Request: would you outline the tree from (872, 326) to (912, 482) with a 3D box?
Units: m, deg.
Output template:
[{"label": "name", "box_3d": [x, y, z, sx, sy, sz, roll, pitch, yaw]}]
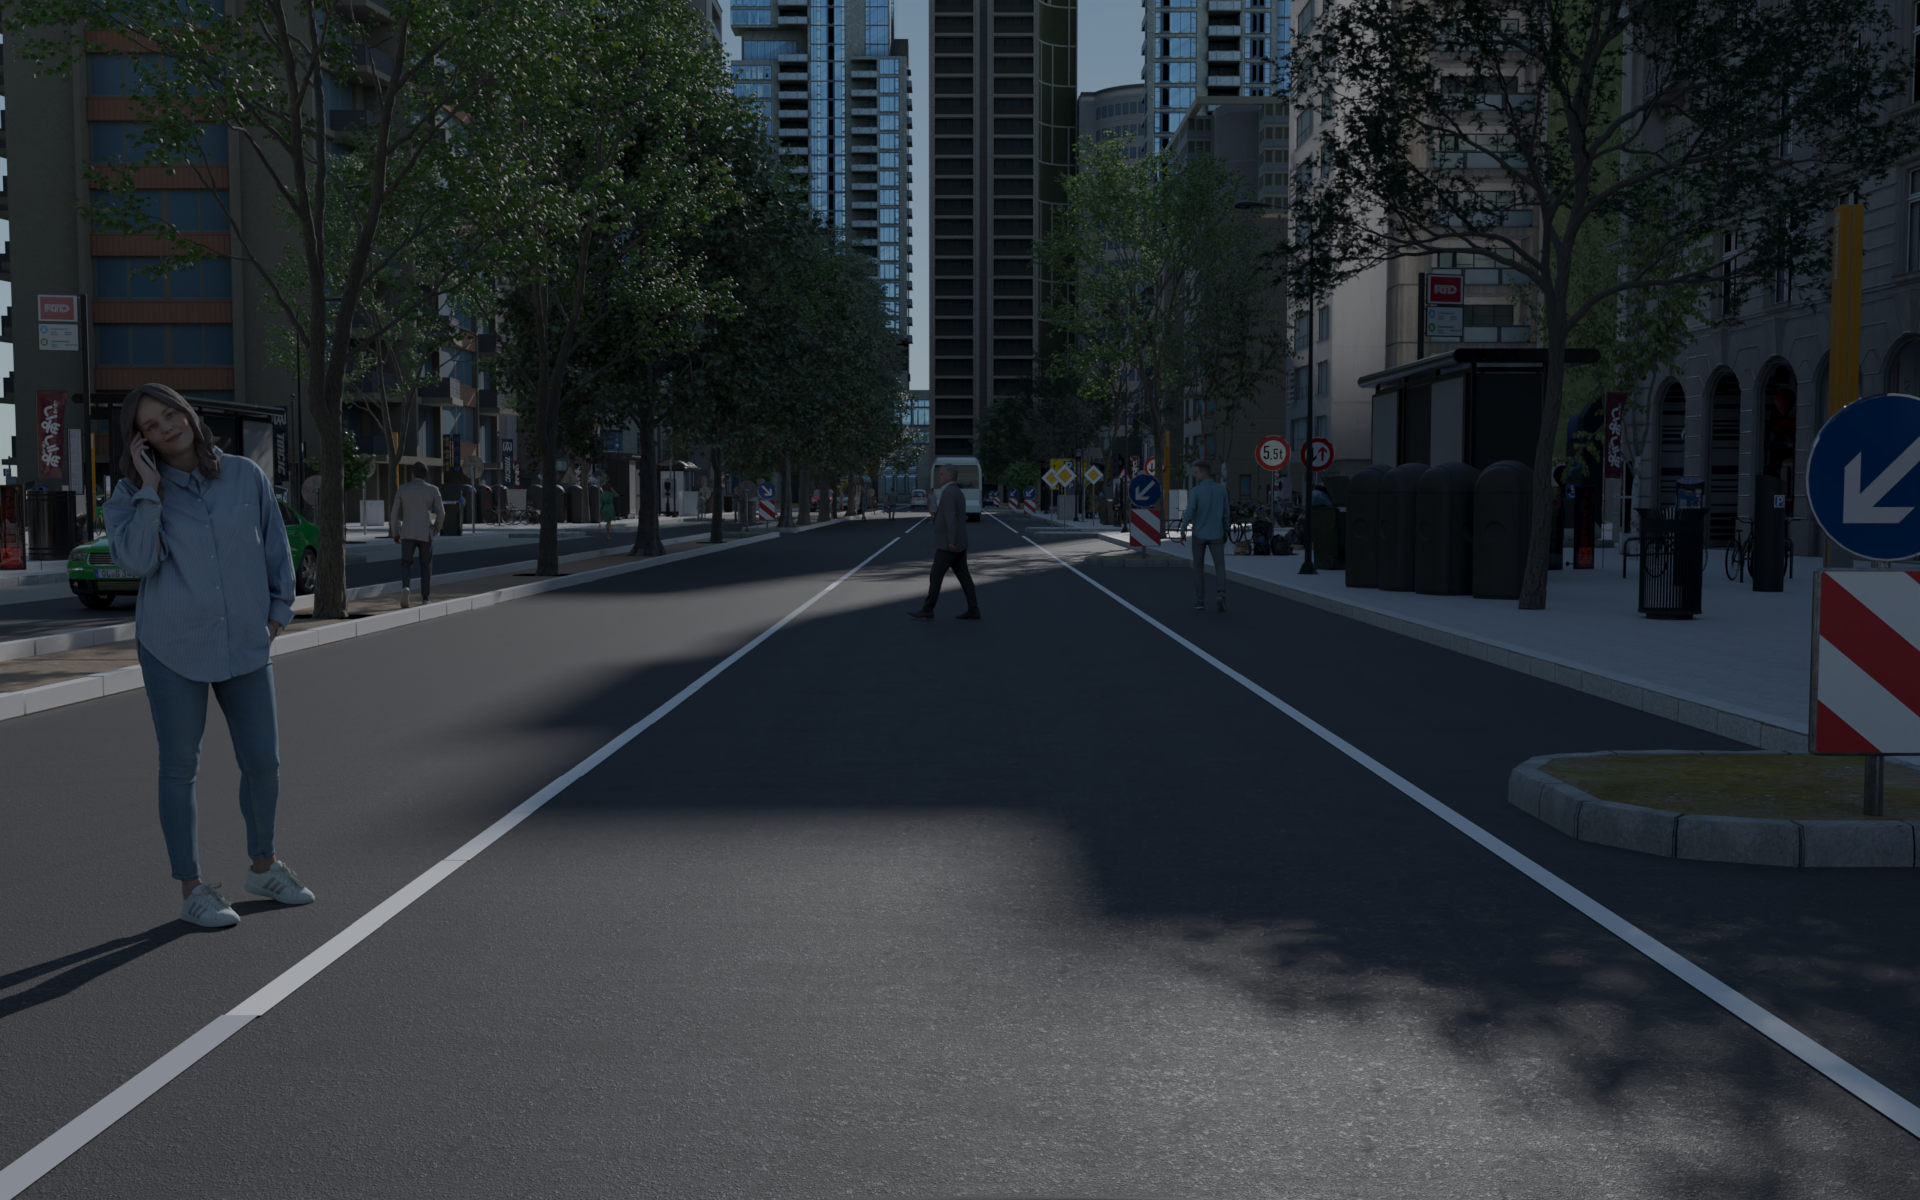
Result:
[{"label": "tree", "box_3d": [-6.992, -9.172, 69.425, 9.611, 12.733, 9.660, 0, 3, 0]}]

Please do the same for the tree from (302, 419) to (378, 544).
[{"label": "tree", "box_3d": [-15.820, -3.070, 44.793, 1.663, 3.219, 1.824, 0, 3, 0]}]

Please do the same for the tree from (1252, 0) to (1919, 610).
[{"label": "tree", "box_3d": [6.661, -5.161, 18.791, 7.601, 10.594, 8.767, 2, 4, 31]}]

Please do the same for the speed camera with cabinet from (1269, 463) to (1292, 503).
[{"label": "speed camera with cabinet", "box_3d": [17.579, -6.159, 95.043, 0.660, 3.252, 2.038, -1, 4, -11]}]

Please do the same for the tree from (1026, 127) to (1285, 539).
[{"label": "tree", "box_3d": [5.631, -7.570, 49.527, 9.928, 11.665, 9.643, 0, 3, 0]}]

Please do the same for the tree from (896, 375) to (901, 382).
[{"label": "tree", "box_3d": [-7.168, -10.487, 99.680, 9.928, 11.665, 9.643, 0, 3, 0]}]

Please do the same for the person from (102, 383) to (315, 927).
[{"label": "person", "box_3d": [-2.515, 0.180, 5.821, 0.793, 1.790, 0.793, 1, 4, 20]}]

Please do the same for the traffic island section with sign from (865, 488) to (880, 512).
[{"label": "traffic island section with sign", "box_3d": [-7.261, -8.085, 140.332, 2.006, 1.907, 1.989, 0, 3, 0]}]

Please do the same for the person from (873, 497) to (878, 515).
[{"label": "person", "box_3d": [-5.915, -6.597, 121.027, 0.373, 1.253, 0.362, 0, 4, 7]}]

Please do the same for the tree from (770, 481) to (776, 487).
[{"label": "tree", "box_3d": [-16.996, -9.526, 150.349, 1.663, 3.219, 1.824, 0, 3, 0]}]

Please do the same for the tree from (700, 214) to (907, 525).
[{"label": "tree", "box_3d": [-7.201, -10.410, 79.322, 9.857, 13.997, 8.962, 0, 3, 0]}]

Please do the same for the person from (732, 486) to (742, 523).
[{"label": "person", "box_3d": [-11.122, -4.811, 86.963, 0.655, 1.846, 0.447, -1, 4, -17]}]

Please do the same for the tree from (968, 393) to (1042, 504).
[{"label": "tree", "box_3d": [6.105, -18.739, 213.044, 9.857, 13.997, 8.962, 0, 3, 0]}]

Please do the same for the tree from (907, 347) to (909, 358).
[{"label": "tree", "box_3d": [-7.063, -11.018, 89.260, 9.857, 13.997, 8.962, 0, 3, 0]}]

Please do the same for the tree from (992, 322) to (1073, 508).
[{"label": "tree", "box_3d": [6.174, -8.550, 74.209, 8.767, 10.594, 7.601, 0, 4, -4]}]

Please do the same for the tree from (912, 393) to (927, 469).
[{"label": "tree", "box_3d": [-6.914, -11.623, 109.498, 9.611, 12.733, 9.660, 0, 3, 0]}]

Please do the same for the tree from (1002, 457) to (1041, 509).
[{"label": "tree", "box_3d": [5.621, -10.275, 151.715, 4.285, 4.588, 4.351, 0, 3, 0]}]

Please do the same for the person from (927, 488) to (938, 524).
[{"label": "person", "box_3d": [-1.303, -4.565, 83.892, 0.466, 1.731, 0.760, -3, 5, -42]}]

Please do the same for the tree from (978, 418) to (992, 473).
[{"label": "tree", "box_3d": [6.461, -12.051, 131.446, 8.767, 10.594, 7.601, 1, 4, 20]}]

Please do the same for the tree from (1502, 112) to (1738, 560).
[{"label": "tree", "box_3d": [12.995, -5.086, 33.521, 4.737, 8.622, 4.395, 0, 3, 0]}]

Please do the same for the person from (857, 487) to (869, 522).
[{"label": "person", "box_3d": [-4.948, -4.874, 88.295, 0.694, 1.812, 0.767, 3, 5, 41]}]

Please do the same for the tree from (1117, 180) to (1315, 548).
[{"label": "tree", "box_3d": [6.362, -5.577, 41.548, 4.360, 8.622, 3.978, 0, 3, 0]}]

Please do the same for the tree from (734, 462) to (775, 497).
[{"label": "tree", "box_3d": [-16.723, -9.632, 141.199, 4.285, 4.588, 4.351, 0, 3, 0]}]

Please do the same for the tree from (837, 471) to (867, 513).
[{"label": "tree", "box_3d": [-7.338, -10.398, 122.826, 4.360, 8.622, 3.978, 0, 3, 0]}]

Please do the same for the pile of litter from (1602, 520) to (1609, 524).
[{"label": "pile of litter", "box_3d": [27.335, -3.718, 74.754, 1.176, 0.858, 1.719, 0, 4, 2]}]

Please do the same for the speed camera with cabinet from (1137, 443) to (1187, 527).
[{"label": "speed camera with cabinet", "box_3d": [7.851, -4.458, 67.217, 2.038, 3.252, 0.660, 3, 5, 44]}]

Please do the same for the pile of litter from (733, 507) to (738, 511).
[{"label": "pile of litter", "box_3d": [-17.266, -7.346, 134.076, 1.719, 0.858, 1.176, -1, 4, -22]}]

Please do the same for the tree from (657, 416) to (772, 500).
[{"label": "tree", "box_3d": [-16.035, -10.821, 111.333, 7.601, 10.594, 8.767, 1, 4, 9]}]

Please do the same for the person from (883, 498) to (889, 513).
[{"label": "person", "box_3d": [-5.350, -7.047, 129.211, 0.738, 1.151, 1.012, 2, 4, 30]}]

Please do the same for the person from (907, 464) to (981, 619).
[{"label": "person", "box_3d": [-0.181, -0.668, 19.818, 0.834, 1.777, 0.661, 0, 4, 5]}]

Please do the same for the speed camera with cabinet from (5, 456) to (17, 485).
[{"label": "speed camera with cabinet", "box_3d": [-48.997, -5.801, 89.178, 0.660, 3.252, 2.038, 0, 4, -7]}]

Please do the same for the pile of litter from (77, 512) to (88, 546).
[{"label": "pile of litter", "box_3d": [-21.484, -1.700, 41.767, 1.176, 0.858, 1.719, -2, 4, -29]}]

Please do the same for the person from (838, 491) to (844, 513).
[{"label": "person", "box_3d": [-8.992, -7.440, 130.481, 0.374, 1.781, 0.599, -2, 4, -34]}]

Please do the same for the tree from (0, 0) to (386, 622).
[{"label": "tree", "box_3d": [-7.115, -5.577, 19.401, 9.928, 11.665, 9.643, 0, 3, 0]}]

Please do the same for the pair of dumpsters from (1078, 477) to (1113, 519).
[{"label": "pair of dumpsters", "box_3d": [7.099, -5.374, 90.364, 1.574, 2.255, 4.437, 0, 3, 0]}]

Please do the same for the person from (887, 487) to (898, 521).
[{"label": "person", "box_3d": [-3.646, -5.206, 93.823, 0.606, 1.804, 0.583, 0, 4, -3]}]

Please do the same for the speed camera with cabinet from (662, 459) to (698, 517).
[{"label": "speed camera with cabinet", "box_3d": [-15.996, -6.398, 98.951, 2.038, 3.252, 0.660, -3, 4, -37]}]

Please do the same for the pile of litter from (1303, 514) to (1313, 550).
[{"label": "pile of litter", "box_3d": [8.186, -1.596, 40.059, 1.719, 0.858, 1.176, 0, 4, -7]}]

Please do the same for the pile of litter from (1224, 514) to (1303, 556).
[{"label": "pile of litter", "box_3d": [6.259, -1.373, 36.407, 1.719, 0.858, 1.176, 1, 4, 12]}]

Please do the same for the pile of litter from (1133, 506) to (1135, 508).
[{"label": "pile of litter", "box_3d": [12.178, -6.830, 125.638, 1.176, 0.858, 1.719, 2, 4, 33]}]

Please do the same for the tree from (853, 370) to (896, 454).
[{"label": "tree", "box_3d": [-6.924, -7.422, 49.560, 9.928, 11.665, 9.643, 0, 3, 0]}]

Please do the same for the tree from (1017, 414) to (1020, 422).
[{"label": "tree", "box_3d": [5.773, -9.278, 102.052, 4.360, 8.622, 3.978, 0, 3, 0]}]

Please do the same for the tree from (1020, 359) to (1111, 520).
[{"label": "tree", "box_3d": [5.905, -8.218, 84.724, 4.360, 8.622, 3.978, 0, 3, 0]}]

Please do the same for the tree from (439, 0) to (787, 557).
[{"label": "tree", "box_3d": [-7.178, -7.352, 39.676, 9.611, 12.733, 9.660, 0, 3, 0]}]

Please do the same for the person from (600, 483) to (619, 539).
[{"label": "person", "box_3d": [-11.157, -2.820, 54.851, 0.600, 1.795, 0.529, 0, 4, 6]}]

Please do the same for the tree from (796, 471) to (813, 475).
[{"label": "tree", "box_3d": [-16.213, -15.184, 182.664, 8.767, 10.594, 7.601, 1, 4, 9]}]

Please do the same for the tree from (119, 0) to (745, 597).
[{"label": "tree", "box_3d": [-7.057, -6.203, 29.635, 9.928, 11.665, 9.643, 0, 3, 0]}]

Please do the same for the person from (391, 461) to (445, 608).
[{"label": "person", "box_3d": [-6.837, -0.826, 21.847, 0.661, 1.843, 0.795, -1, 4, -11]}]

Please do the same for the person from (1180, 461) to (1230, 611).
[{"label": "person", "box_3d": [3.035, -0.794, 21.348, 0.638, 1.841, 0.748, 0, 4, -1]}]

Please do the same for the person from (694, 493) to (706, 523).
[{"label": "person", "box_3d": [-12.969, -4.608, 86.435, 0.523, 1.515, 0.503, 3, 4, 36]}]

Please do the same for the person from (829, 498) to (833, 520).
[{"label": "person", "box_3d": [-7.195, -4.979, 94.926, 0.505, 1.210, 0.382, 1, 4, 13]}]
